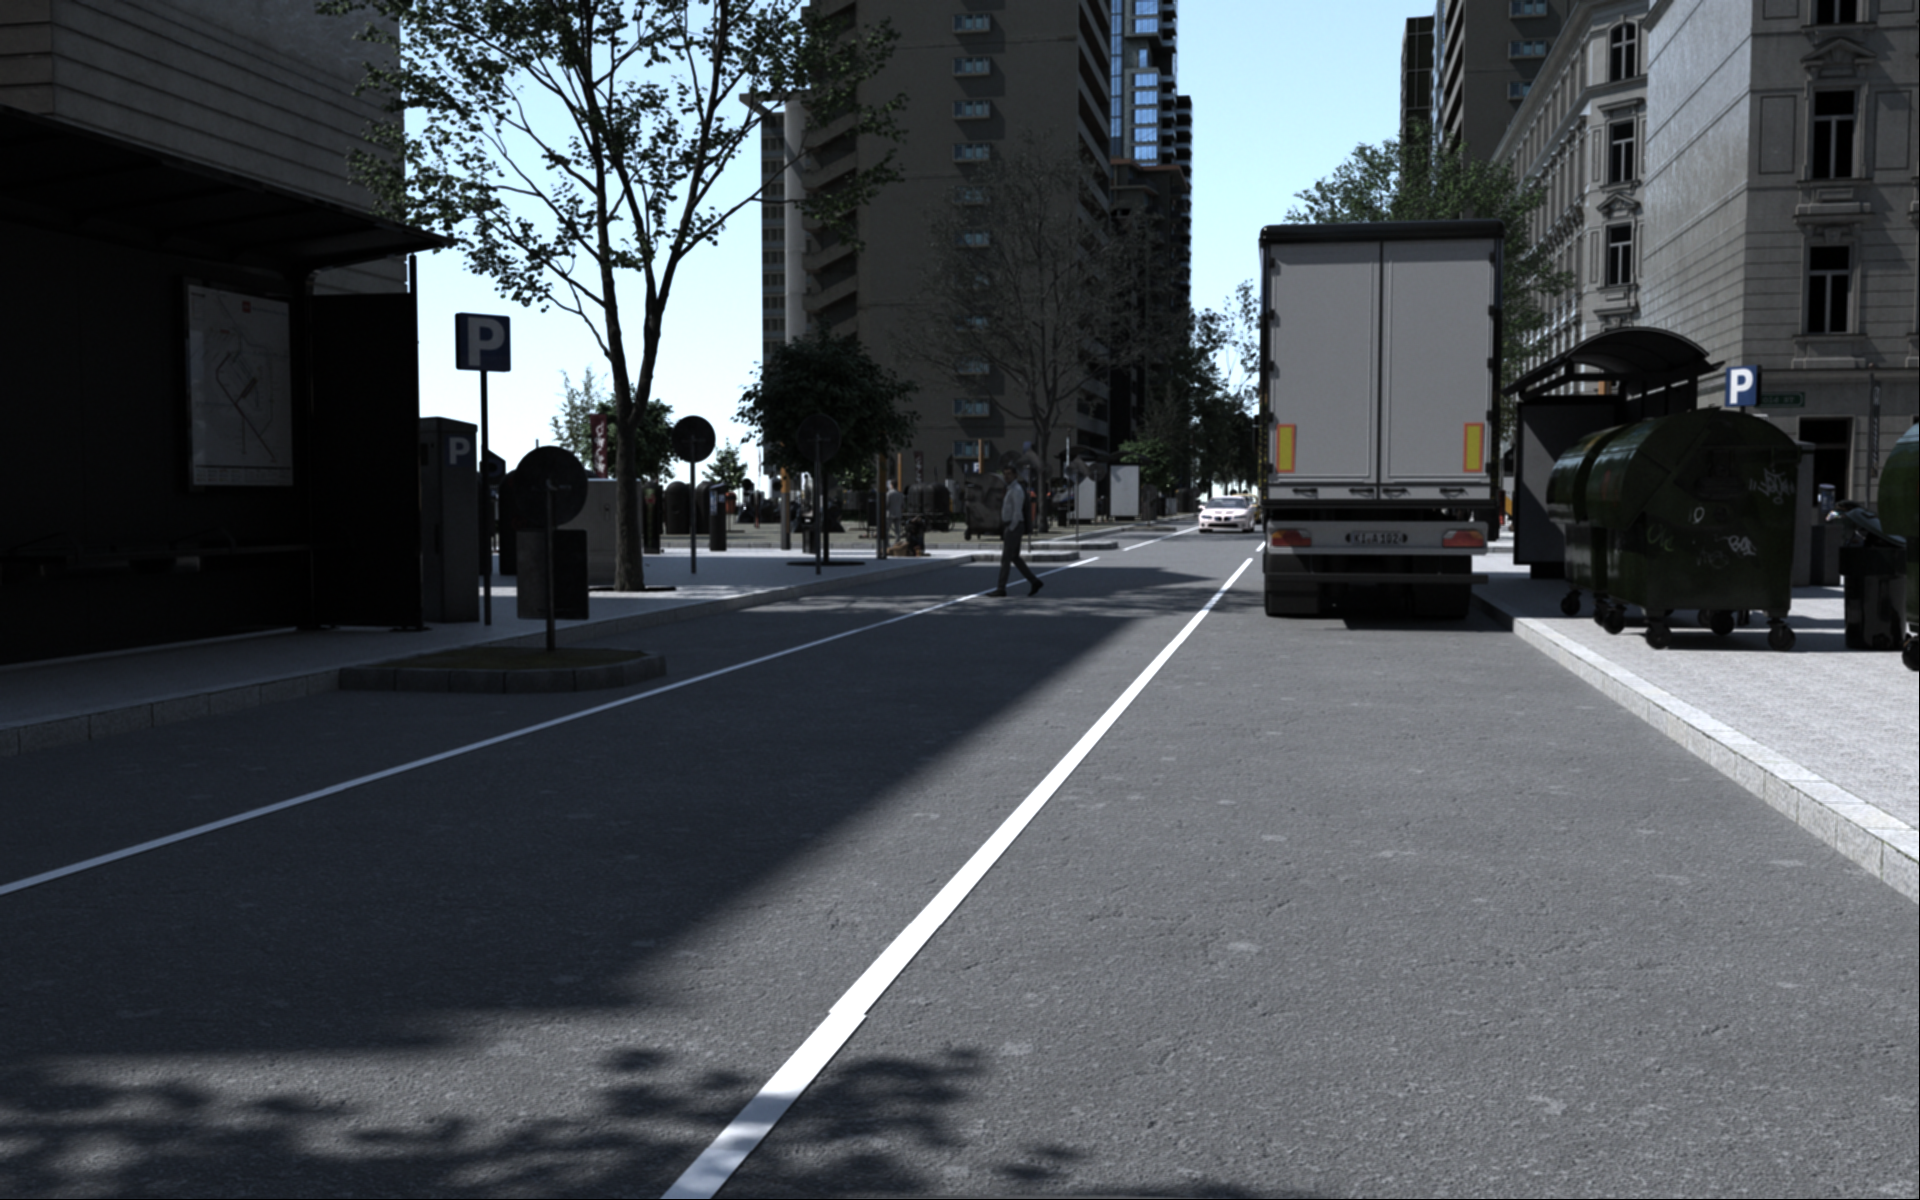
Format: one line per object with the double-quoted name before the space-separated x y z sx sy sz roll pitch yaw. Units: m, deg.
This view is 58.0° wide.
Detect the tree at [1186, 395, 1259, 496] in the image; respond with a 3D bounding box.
"tree" 29.841 -16.957 194.256 9.611 12.733 9.660 0 3 0

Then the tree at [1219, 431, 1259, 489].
"tree" 33.898 -17.113 214.203 8.767 10.594 7.601 2 4 30

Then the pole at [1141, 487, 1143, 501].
"pole" 11.396 -6.973 107.844 0.158 3.312 0.155 0 3 0

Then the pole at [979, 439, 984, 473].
"pole" 0.800 -4.321 64.492 0.158 3.312 0.155 0 3 0

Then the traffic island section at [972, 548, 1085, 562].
"traffic island section" 1.494 -0.949 37.801 2.009 0.180 2.903 1 4 11

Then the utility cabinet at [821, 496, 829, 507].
"utility cabinet" -5.625 -3.575 69.616 0.306 1.237 1.020 -2 4 -29

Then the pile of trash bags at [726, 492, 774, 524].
"pile of trash bags" -9.014 -4.030 75.638 1.912 1.369 3.447 3 4 37

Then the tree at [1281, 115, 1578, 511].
"tree" 13.150 -7.533 48.927 9.928 11.665 9.643 0 3 0

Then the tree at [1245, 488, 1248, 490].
"tree" 45.575 -19.598 270.780 4.737 8.622 4.395 0 3 0

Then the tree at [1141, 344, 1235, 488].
"tree" 17.334 -13.045 131.418 7.486 12.596 7.792 0 3 0

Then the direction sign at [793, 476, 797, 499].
"direction sign" -9.743 -6.749 102.337 0.379 3.537 0.876 -1 4 -16

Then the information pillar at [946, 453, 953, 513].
"information pillar" -0.592 -6.525 98.034 0.183 3.616 0.504 3 5 42

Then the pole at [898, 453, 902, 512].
"pole" -2.998 -5.681 86.726 0.158 3.312 0.155 0 3 0

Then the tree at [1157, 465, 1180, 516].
"tree" 11.995 -6.569 102.011 1.663 3.219 1.824 0 3 0

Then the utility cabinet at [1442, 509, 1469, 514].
"utility cabinet" 20.336 -3.825 71.214 0.318 1.500 1.173 -3 4 -36

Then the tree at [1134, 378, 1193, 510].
"tree" 12.818 -9.789 110.406 4.360 8.622 3.978 0 3 0

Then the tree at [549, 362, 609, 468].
"tree" -21.310 -8.993 97.393 4.737 8.622 4.395 0 3 0

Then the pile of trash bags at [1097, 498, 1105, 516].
"pile of trash bags" 6.829 -5.701 102.970 3.447 1.369 1.912 -1 4 -11

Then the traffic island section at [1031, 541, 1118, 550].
"traffic island section" 3.067 -1.428 45.631 2.009 0.180 2.903 1 4 11

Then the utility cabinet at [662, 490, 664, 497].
"utility cabinet" -16.840 -5.610 100.399 1.173 1.500 0.318 0 4 5

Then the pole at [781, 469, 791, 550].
"pole" -4.003 -2.805 39.697 0.158 3.312 0.155 0 3 0

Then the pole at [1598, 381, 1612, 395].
"pole" 10.937 -2.178 29.461 0.158 3.312 0.155 0 3 0

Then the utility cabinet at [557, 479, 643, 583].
"utility cabinet" -5.139 -0.980 24.695 1.173 1.500 0.318 -1 4 -16

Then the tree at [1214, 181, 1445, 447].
"tree" 24.154 -15.316 106.305 12.611 20.169 13.585 0 3 0

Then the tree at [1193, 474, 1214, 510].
"tree" 20.164 -9.144 144.104 1.663 3.219 1.824 0 3 0

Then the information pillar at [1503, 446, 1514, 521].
"information pillar" 26.435 -5.630 83.411 0.504 3.616 0.183 1 4 17

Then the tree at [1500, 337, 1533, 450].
"tree" 23.172 -7.690 76.095 4.737 8.622 4.395 0 3 0

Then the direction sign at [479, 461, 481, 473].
"direction sign" -33.070 -7.822 119.881 0.379 3.537 0.876 0 4 7

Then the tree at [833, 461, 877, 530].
"tree" -3.589 -4.109 61.791 1.663 3.219 1.824 0 3 0

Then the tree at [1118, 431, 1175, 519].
"tree" 9.665 -6.510 90.157 4.285 4.588 4.351 0 3 0

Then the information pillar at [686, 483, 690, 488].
"information pillar" -18.476 -6.953 118.179 0.304 2.012 0.304 1 4 13

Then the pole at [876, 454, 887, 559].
"pole" -1.543 -2.459 34.041 0.158 3.312 0.155 0 3 0

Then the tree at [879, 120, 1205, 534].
"tree" 2.724 -8.942 56.569 12.009 13.543 11.850 0 3 0

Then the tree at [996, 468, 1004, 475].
"tree" 2.789 -7.216 112.575 1.663 3.219 1.824 0 3 0

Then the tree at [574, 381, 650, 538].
"tree" -9.518 -4.083 50.466 4.285 4.588 4.351 0 3 0

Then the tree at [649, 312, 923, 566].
"tree" -2.516 -2.924 31.525 4.285 4.588 4.351 0 3 0

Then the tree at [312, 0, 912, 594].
"tree" -4.285 -5.930 22.707 9.928 11.665 9.643 0 3 0

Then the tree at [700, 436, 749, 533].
"tree" -7.877 -3.879 58.024 1.663 3.219 1.824 0 3 0

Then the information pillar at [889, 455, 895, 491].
"information pillar" -3.968 -6.719 101.211 0.183 3.616 0.504 2 4 35

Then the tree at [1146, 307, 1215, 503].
"tree" 22.969 -18.164 152.867 12.611 20.169 13.585 0 3 0

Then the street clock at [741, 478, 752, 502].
"street clock" -9.791 -4.583 79.508 0.471 2.002 0.358 -1 4 -12

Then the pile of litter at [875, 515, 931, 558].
"pile of litter" -1.166 -1.339 35.863 1.176 0.858 1.719 0 4 5

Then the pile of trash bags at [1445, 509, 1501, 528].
"pile of trash bags" 19.888 -3.378 64.976 3.447 1.369 1.912 1 4 21

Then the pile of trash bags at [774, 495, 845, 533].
"pile of trash bags" -5.042 -2.989 58.621 1.912 1.369 3.447 -1 4 -13

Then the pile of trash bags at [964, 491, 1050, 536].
"pile of trash bags" 1.524 -2.690 53.734 1.912 1.369 3.447 -2 4 -24

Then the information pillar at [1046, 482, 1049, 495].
"information pillar" 5.227 -6.167 105.319 0.304 2.012 0.304 -1 4 -10

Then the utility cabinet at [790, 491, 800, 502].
"utility cabinet" -11.426 -6.761 119.218 1.173 1.500 0.318 3 4 38

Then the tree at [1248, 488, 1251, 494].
"tree" 43.107 -18.818 258.041 4.360 8.622 3.978 0 3 0
